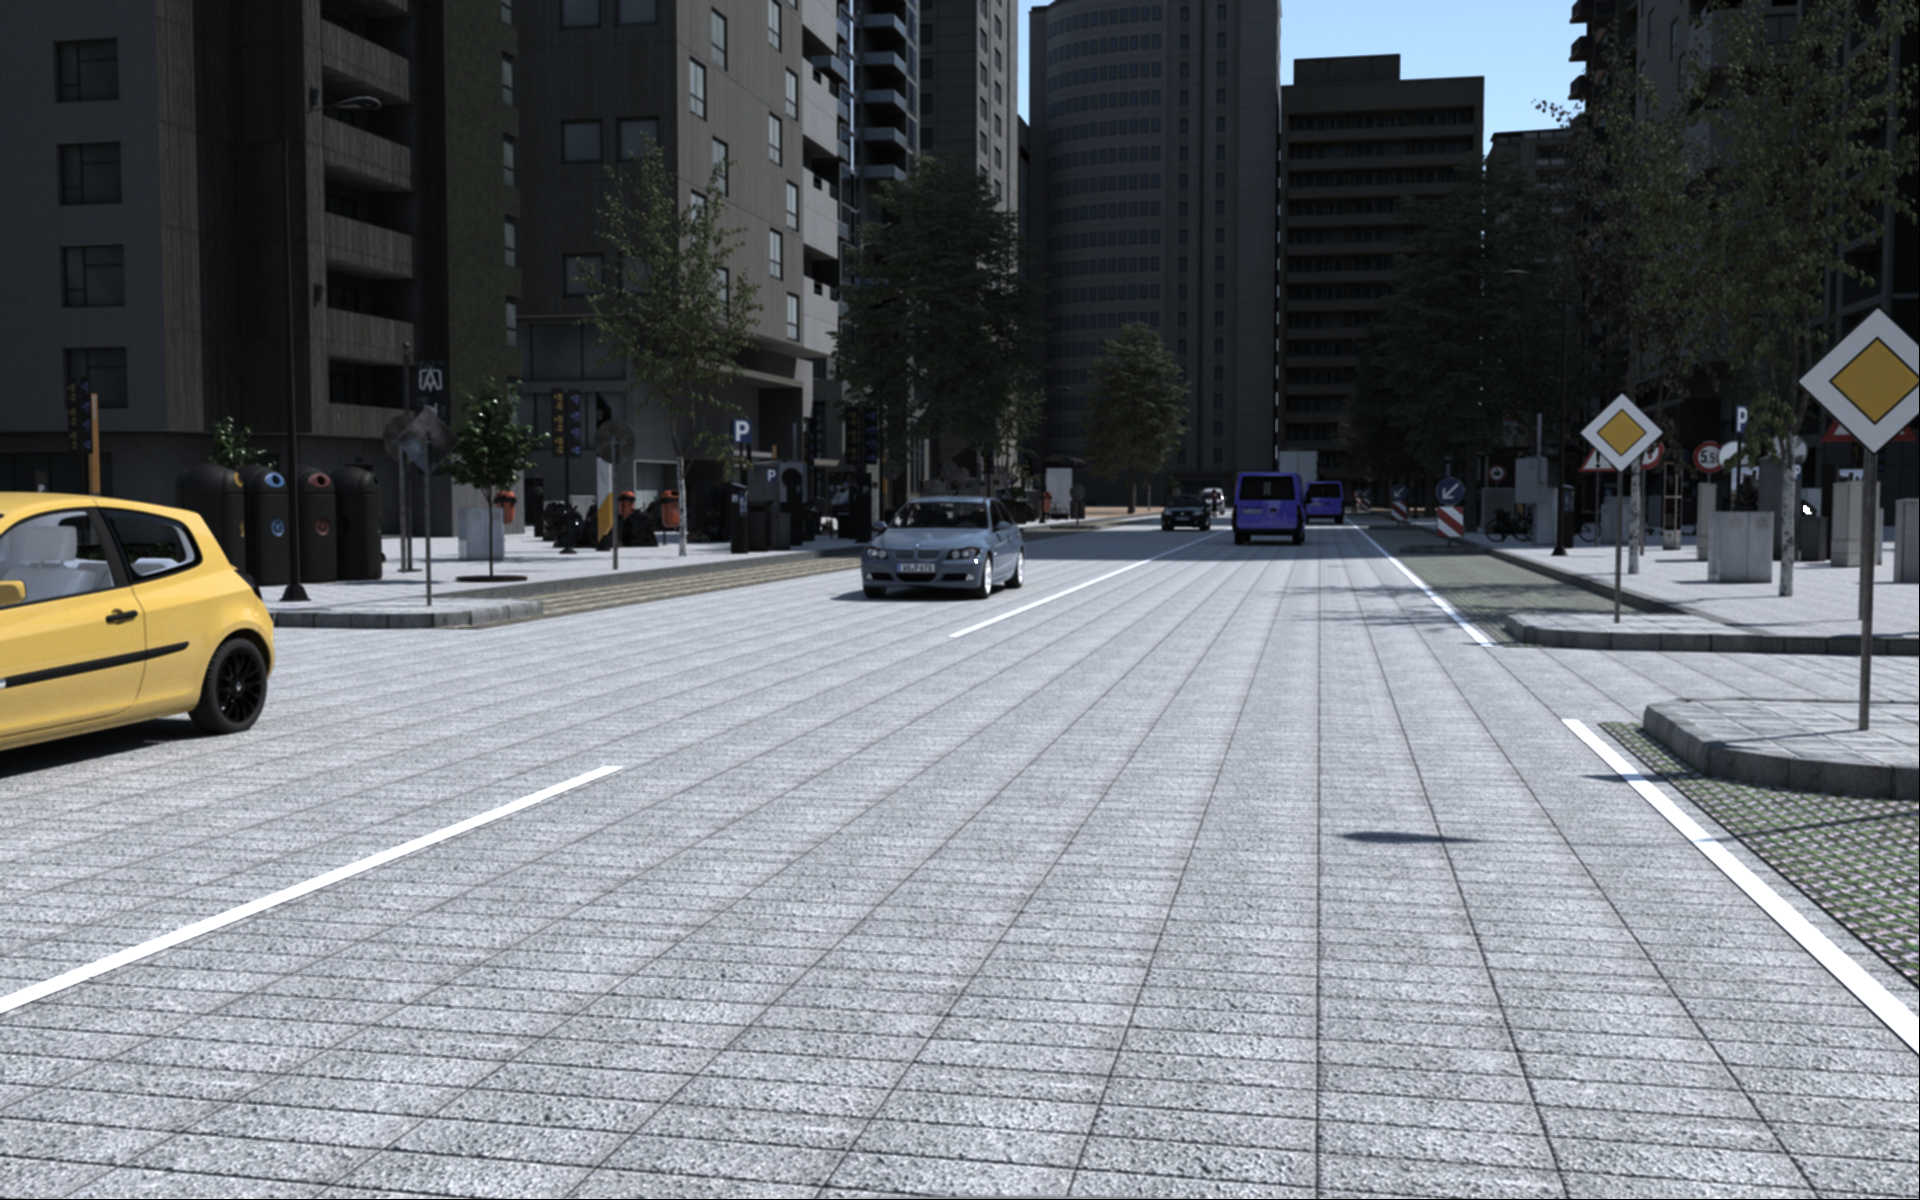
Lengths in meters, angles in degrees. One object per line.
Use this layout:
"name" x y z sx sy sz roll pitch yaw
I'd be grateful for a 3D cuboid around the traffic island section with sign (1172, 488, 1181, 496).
"traffic island section with sign" 15.040 -6.818 120.097 1.989 1.847 2.006 1 4 12

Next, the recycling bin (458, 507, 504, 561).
"recycling bin" -9.271 -1.283 33.527 0.722 1.027 0.722 -2 4 -30

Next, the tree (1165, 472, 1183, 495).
"tree" 18.151 -9.465 149.361 1.663 3.219 1.824 0 3 0

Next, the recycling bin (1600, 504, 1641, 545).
"recycling bin" 16.935 -1.948 44.399 0.722 1.027 0.722 -2 4 -34

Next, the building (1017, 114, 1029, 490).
"building" 0.972 -33.714 201.341 14.200 45.320 14.600 1 4 12

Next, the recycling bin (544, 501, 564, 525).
"recycling bin" -14.808 -3.063 62.635 0.722 1.027 0.722 2 4 34

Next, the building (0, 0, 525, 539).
"building" -22.323 -17.005 49.725 14.160 30.474 14.107 1 4 12

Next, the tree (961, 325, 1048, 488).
"tree" 1.754 -7.448 72.137 4.737 8.622 4.395 0 3 0

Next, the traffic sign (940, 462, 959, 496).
"traffic sign" -0.424 -4.141 67.805 0.768 2.556 0.104 1 4 14

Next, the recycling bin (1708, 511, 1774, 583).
"recycling bin" 11.403 -0.780 25.310 0.722 1.027 0.722 1 4 9

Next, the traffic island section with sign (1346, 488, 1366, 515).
"traffic island section with sign" 27.262 -6.621 116.881 1.989 1.847 2.006 1 4 12

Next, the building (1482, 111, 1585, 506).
"building" 64.679 -30.870 188.314 14.086 41.232 14.154 1 4 12

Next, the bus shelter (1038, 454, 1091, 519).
"bus shelter" 5.536 -5.944 91.107 2.014 3.302 5.546 1 4 12

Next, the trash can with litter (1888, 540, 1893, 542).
"trash can with litter" 25.832 -2.133 45.924 2.233 1.210 1.678 1 4 19

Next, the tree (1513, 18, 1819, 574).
"tree" 11.014 -4.713 27.412 4.360 8.622 3.978 0 3 0

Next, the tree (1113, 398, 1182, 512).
"tree" 14.623 -11.119 132.165 4.737 8.622 4.395 0 3 0

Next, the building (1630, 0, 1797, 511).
"building" 56.512 -31.406 102.726 28.713 52.752 27.495 1 4 12

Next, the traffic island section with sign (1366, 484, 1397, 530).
"traffic island section with sign" 17.309 -3.687 68.913 1.989 1.847 2.006 1 4 12

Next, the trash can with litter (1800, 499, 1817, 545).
"trash can with litter" 19.181 -1.693 39.064 0.624 1.170 1.055 -1 4 -10

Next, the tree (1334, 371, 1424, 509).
"tree" 37.340 -14.265 150.242 9.611 12.733 9.660 0 3 0

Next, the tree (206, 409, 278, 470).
"tree" -16.596 -2.727 39.189 1.663 3.219 1.824 0 3 0

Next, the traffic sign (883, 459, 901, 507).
"traffic sign" -2.540 -3.879 63.532 0.768 2.556 0.104 1 4 15

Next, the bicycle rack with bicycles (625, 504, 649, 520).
"bicycle rack with bicycles" -11.510 -3.202 65.735 2.925 0.926 2.852 -1 4 -13

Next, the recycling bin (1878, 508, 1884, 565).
"recycling bin" 16.419 -1.170 31.691 0.722 1.027 0.722 1 4 17

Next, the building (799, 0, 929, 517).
"building" -14.388 -48.901 112.208 22.319 86.520 31.000 1 4 12

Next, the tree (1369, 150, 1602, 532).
"tree" 17.279 -8.512 57.300 7.486 12.596 7.792 0 3 0

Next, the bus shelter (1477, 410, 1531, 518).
"bus shelter" 25.081 -6.293 80.523 2.179 5.291 8.768 1 4 12

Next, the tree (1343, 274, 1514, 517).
"tree" 26.916 -11.728 98.402 9.857 13.997 8.962 0 3 0

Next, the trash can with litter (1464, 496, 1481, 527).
"trash can with litter" 19.822 -3.411 66.835 2.233 1.210 1.678 -3 4 -36

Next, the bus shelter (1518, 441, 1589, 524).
"bus shelter" 23.586 -4.596 69.065 2.014 3.302 5.546 1 4 12

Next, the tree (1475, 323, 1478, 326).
"tree" 16.701 -6.056 49.379 4.360 8.622 3.978 0 3 0

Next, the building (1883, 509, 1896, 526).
"building" 45.614 -38.647 70.133 20.563 71.187 20.611 1 4 12

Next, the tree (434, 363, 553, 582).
"tree" -7.024 -1.904 25.740 1.663 3.219 1.824 0 3 0

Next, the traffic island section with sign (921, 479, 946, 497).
"traffic island section with sign" -0.729 -2.173 44.149 1.989 1.847 2.006 1 4 12

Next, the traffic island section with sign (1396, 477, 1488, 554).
"traffic island section with sign" 11.713 -2.040 41.986 1.989 1.847 2.006 1 4 12

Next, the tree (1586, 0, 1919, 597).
"tree" 10.150 -4.356 21.576 4.737 8.622 4.395 0 3 0

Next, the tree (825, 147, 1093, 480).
"tree" -0.430 -8.505 57.184 7.486 12.596 7.792 0 3 0

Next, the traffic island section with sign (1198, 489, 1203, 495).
"traffic island section with sign" 20.588 -8.449 146.776 1.989 1.847 2.006 1 4 12

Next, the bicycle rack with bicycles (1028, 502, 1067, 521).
"bicycle rack with bicycles" 3.769 -4.312 83.887 2.852 0.926 2.925 3 4 36

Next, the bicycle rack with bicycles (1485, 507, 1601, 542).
"bicycle rack with bicycles" 15.799 -2.049 46.885 2.925 0.926 2.852 1 4 20

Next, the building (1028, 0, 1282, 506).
"building" 22.502 -40.265 200.327 28.212 58.520 21.231 1 4 12

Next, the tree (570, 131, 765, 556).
"tree" -5.751 -5.196 35.320 4.737 8.622 4.395 0 3 0

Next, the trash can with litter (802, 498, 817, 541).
"trash can with litter" -4.404 -2.176 46.968 1.055 1.170 0.624 0 4 -8

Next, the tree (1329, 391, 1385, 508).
"tree" 39.867 -15.415 162.397 12.009 13.543 11.850 0 3 0

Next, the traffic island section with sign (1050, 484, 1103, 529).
"traffic island section with sign" 4.807 -3.803 70.805 1.989 1.847 2.006 1 4 12

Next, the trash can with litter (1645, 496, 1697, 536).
"trash can with litter" 22.231 -2.629 54.036 2.233 1.210 1.678 1 4 9

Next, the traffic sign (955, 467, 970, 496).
"traffic sign" 0.081 -5.029 82.324 0.768 2.556 0.104 1 4 17

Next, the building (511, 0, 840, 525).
"building" -21.857 -30.290 84.476 28.713 52.752 27.495 1 4 12

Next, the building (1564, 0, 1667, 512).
"building" 58.293 -29.156 131.328 22.147 44.769 28.867 1 4 12

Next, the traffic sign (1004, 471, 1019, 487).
"traffic sign" 2.586 -5.261 87.203 0.795 2.450 0.064 1 4 16

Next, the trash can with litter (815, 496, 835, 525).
"trash can with litter" -6.131 -3.687 71.332 2.233 1.210 1.678 -1 4 -17

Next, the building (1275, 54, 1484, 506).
"building" 46.806 -34.953 195.183 21.600 48.544 21.300 1 4 12

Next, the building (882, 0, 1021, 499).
"building" -6.557 -43.448 148.620 20.611 71.187 20.563 1 4 12

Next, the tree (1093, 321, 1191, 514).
"tree" 11.673 -11.964 113.731 7.486 12.596 7.792 0 3 0

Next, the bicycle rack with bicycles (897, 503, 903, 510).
"bicycle rack with bicycles" -1.516 -3.786 75.284 2.852 0.926 2.925 1 4 23
